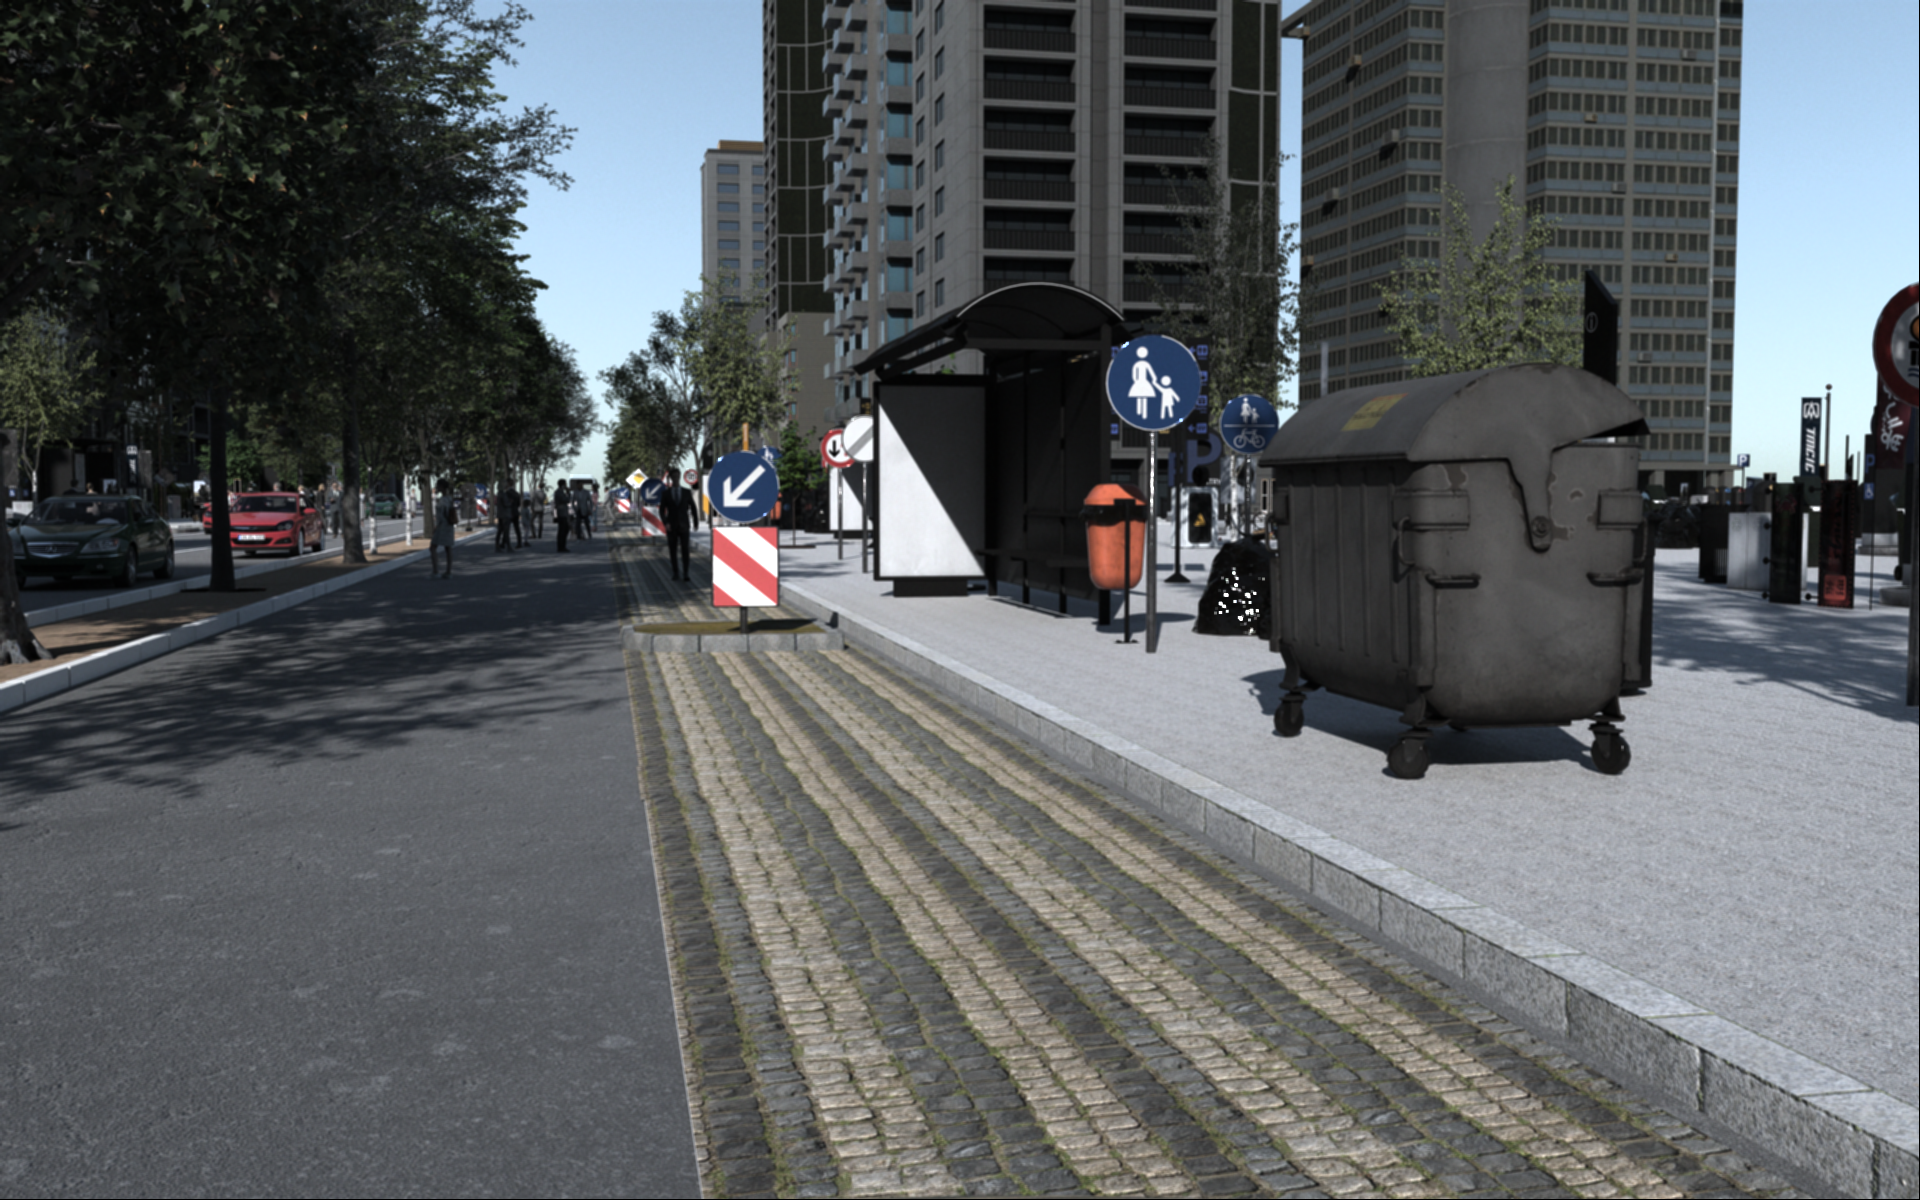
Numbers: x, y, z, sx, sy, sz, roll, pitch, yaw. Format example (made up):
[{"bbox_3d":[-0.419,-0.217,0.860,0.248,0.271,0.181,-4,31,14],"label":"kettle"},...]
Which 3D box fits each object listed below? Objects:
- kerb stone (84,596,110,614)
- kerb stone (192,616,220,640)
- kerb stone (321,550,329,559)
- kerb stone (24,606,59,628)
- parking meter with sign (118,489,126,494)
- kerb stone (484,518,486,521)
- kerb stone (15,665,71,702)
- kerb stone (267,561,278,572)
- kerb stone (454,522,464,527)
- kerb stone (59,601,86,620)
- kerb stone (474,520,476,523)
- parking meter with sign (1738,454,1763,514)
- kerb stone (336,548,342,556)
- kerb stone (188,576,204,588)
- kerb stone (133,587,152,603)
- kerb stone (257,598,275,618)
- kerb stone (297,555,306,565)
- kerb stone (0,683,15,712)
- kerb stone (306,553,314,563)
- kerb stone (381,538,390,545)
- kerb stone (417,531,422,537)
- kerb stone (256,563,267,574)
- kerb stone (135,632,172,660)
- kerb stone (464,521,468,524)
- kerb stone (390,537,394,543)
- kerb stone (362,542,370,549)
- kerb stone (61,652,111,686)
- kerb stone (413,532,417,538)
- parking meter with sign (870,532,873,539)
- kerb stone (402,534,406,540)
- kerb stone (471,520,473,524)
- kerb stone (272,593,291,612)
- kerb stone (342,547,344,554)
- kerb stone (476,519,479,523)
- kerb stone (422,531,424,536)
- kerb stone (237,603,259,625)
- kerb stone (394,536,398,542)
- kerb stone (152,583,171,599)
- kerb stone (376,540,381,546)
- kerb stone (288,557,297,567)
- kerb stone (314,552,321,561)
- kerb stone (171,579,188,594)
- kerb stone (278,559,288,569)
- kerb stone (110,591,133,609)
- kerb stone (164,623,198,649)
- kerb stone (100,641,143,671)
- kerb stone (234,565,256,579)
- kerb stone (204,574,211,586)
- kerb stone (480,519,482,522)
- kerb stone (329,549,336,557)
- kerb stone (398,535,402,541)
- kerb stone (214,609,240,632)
[{"bbox_3d":[-10.501,0.078,20.918,0.120,0.150,1.000,-1,4,-12],"label":"kerb stone"},{"bbox_3d":[-7.617,0.295,17.366,0.120,0.150,1.000,-1,4,-12],"label":"kerb stone"},{"bbox_3d":[-14.048,-0.963,37.988,0.120,0.150,1.000,-1,4,-12],"label":"kerb stone"},{"bbox_3d":[-10.085,0.201,18.915,0.120,0.150,1.000,-1,4,-12],"label":"kerb stone"},{"bbox_3d":[-55.093,-7.105,112.422,1.738,3.016,0.543,-3,5,-40],"label":"parking meter with sign"},{"bbox_3d":[-24.804,-4.127,89.760,0.120,0.150,1.000,-1,4,-12],"label":"kerb stone"},{"bbox_3d":[-6.574,0.603,12.357,0.120,0.150,1.000,-1,4,-12],"label":"kerb stone"},{"bbox_3d":[-12.792,-0.595,31.960,0.120,0.150,1.000,-1,4,-12],"label":"kerb stone"},{"bbox_3d":[-21.877,-3.271,75.674,0.120,0.150,1.000,-1,4,-12],"label":"kerb stone"},{"bbox_3d":[-10.293,0.139,19.917,0.120,0.150,1.000,-1,4,-12],"label":"kerb stone"},{"bbox_3d":[-23.346,-3.700,82.722,0.120,0.150,1.000,-1,4,-12],"label":"kerb stone"},{"bbox_3d":[35.164,-4.911,76.557,1.738,3.016,0.543,-2,4,-28],"label":"parking meter with sign"},{"bbox_3d":[-14.463,-1.088,39.991,0.120,0.150,1.000,-1,4,-12],"label":"kerb stone"},{"bbox_3d":[-11.538,-0.229,25.933,0.120,0.150,1.000,-1,4,-12],"label":"kerb stone"},{"bbox_3d":[-10.917,-0.045,22.925,0.120,0.150,1.000,-1,4,-12],"label":"kerb stone"},{"bbox_3d":[-8.244,0.115,20.380,0.120,0.150,1.000,-1,4,-12],"label":"kerb stone"},{"bbox_3d":[-13.419,-0.782,34.981,0.120,0.150,1.000,-1,4,-12],"label":"kerb stone"},{"bbox_3d":[-6.368,0.666,11.356,0.120,0.150,1.000,-1,4,-12],"label":"kerb stone"},{"bbox_3d":[-13.628,-0.843,35.986,0.120,0.150,1.000,-1,4,-12],"label":"kerb stone"},{"bbox_3d":[-16.337,-1.636,49.037,0.120,0.150,1.000,-1,4,-12],"label":"kerb stone"},{"bbox_3d":[-18.217,-2.193,58.058,0.120,0.150,1.000,-1,4,-12],"label":"kerb stone"},{"bbox_3d":[-12.584,-0.536,30.956,0.120,0.150,1.000,-1,4,-12],"label":"kerb stone"},{"bbox_3d":[-7.203,0.418,15.362,0.120,0.150,1.000,-1,4,-12],"label":"kerb stone"},{"bbox_3d":[-22.292,-3.394,77.690,0.120,0.150,1.000,-1,4,-12],"label":"kerb stone"},{"bbox_3d":[-16.545,-1.703,50.041,0.120,0.150,1.000,-1,4,-12],"label":"kerb stone"},{"bbox_3d":[-15.718,-1.457,46.014,0.120,0.150,1.000,-1,4,-12],"label":"kerb stone"},{"bbox_3d":[-6.778,0.542,13.362,0.120,0.150,1.000,-1,4,-12],"label":"kerb stone"},{"bbox_3d":[-17.787,-2.071,56.051,0.120,0.150,1.000,-1,4,-12],"label":"kerb stone"},{"bbox_3d":[-1.916,-3.312,50.407,1.738,3.016,0.543,-3,5,-39],"label":"parking meter with sign"},{"bbox_3d":[-17.172,-1.883,53.047,0.120,0.150,1.000,-1,4,-12],"label":"kerb stone"},{"bbox_3d":[-22.921,-3.579,80.712,0.120,0.150,1.000,-1,4,-12],"label":"kerb stone"},{"bbox_3d":[-8.448,0.050,21.382,0.120,0.150,1.000,-1,4,-12],"label":"kerb stone"},{"bbox_3d":[-14.679,-1.145,40.990,0.120,0.150,1.000,-1,4,-12],"label":"kerb stone"},{"bbox_3d":[-23.758,-3.825,84.735,0.120,0.150,1.000,-1,4,-12],"label":"kerb stone"},{"bbox_3d":[-18.430,-2.250,59.058,0.120,0.150,1.000,-1,4,-12],"label":"kerb stone"},{"bbox_3d":[-8.028,0.173,19.373,0.120,0.150,1.000,-1,4,-12],"label":"kerb stone"},{"bbox_3d":[-16.753,-1.763,51.042,0.120,0.150,1.000,-1,4,-12],"label":"kerb stone"},{"bbox_3d":[-11.117,-0.106,23.928,0.120,0.150,1.000,-1,4,-12],"label":"kerb stone"},{"bbox_3d":[-15.927,-1.516,47.018,0.120,0.150,1.000,-1,4,-12],"label":"kerb stone"},{"bbox_3d":[-13.204,-0.716,33.982,0.120,0.150,1.000,-1,4,-12],"label":"kerb stone"},{"bbox_3d":[-13.847,-0.899,36.986,0.120,0.150,1.000,-1,4,-12],"label":"kerb stone"},{"bbox_3d":[-11.337,-0.167,24.927,0.120,0.150,1.000,-1,4,-12],"label":"kerb stone"},{"bbox_3d":[-13.001,-0.659,32.972,0.120,0.150,1.000,-1,4,-12],"label":"kerb stone"},{"bbox_3d":[-10.700,0.020,21.921,0.120,0.150,1.000,-1,4,-12],"label":"kerb stone"},{"bbox_3d":[-7.409,0.357,16.365,0.120,0.150,1.000,-1,4,-12],"label":"kerb stone"},{"bbox_3d":[-6.993,0.479,14.362,0.120,0.150,1.000,-1,4,-12],"label":"kerb stone"},{"bbox_3d":[-12.371,-0.472,29.946,0.120,0.150,1.000,-1,4,-12],"label":"kerb stone"},{"bbox_3d":[-11.758,-0.290,26.939,0.120,0.150,1.000,-1,4,-12],"label":"kerb stone"},{"bbox_3d":[-24.178,-3.948,86.746,0.120,0.150,1.000,-1,4,-12],"label":"kerb stone"},{"bbox_3d":[-14.252,-1.027,38.991,0.120,0.150,1.000,-1,4,-12],"label":"kerb stone"},{"bbox_3d":[-16.967,-1.825,52.042,0.120,0.150,1.000,-1,4,-12],"label":"kerb stone"},{"bbox_3d":[-7.828,0.234,18.366,0.120,0.150,1.000,-1,4,-12],"label":"kerb stone"}]
